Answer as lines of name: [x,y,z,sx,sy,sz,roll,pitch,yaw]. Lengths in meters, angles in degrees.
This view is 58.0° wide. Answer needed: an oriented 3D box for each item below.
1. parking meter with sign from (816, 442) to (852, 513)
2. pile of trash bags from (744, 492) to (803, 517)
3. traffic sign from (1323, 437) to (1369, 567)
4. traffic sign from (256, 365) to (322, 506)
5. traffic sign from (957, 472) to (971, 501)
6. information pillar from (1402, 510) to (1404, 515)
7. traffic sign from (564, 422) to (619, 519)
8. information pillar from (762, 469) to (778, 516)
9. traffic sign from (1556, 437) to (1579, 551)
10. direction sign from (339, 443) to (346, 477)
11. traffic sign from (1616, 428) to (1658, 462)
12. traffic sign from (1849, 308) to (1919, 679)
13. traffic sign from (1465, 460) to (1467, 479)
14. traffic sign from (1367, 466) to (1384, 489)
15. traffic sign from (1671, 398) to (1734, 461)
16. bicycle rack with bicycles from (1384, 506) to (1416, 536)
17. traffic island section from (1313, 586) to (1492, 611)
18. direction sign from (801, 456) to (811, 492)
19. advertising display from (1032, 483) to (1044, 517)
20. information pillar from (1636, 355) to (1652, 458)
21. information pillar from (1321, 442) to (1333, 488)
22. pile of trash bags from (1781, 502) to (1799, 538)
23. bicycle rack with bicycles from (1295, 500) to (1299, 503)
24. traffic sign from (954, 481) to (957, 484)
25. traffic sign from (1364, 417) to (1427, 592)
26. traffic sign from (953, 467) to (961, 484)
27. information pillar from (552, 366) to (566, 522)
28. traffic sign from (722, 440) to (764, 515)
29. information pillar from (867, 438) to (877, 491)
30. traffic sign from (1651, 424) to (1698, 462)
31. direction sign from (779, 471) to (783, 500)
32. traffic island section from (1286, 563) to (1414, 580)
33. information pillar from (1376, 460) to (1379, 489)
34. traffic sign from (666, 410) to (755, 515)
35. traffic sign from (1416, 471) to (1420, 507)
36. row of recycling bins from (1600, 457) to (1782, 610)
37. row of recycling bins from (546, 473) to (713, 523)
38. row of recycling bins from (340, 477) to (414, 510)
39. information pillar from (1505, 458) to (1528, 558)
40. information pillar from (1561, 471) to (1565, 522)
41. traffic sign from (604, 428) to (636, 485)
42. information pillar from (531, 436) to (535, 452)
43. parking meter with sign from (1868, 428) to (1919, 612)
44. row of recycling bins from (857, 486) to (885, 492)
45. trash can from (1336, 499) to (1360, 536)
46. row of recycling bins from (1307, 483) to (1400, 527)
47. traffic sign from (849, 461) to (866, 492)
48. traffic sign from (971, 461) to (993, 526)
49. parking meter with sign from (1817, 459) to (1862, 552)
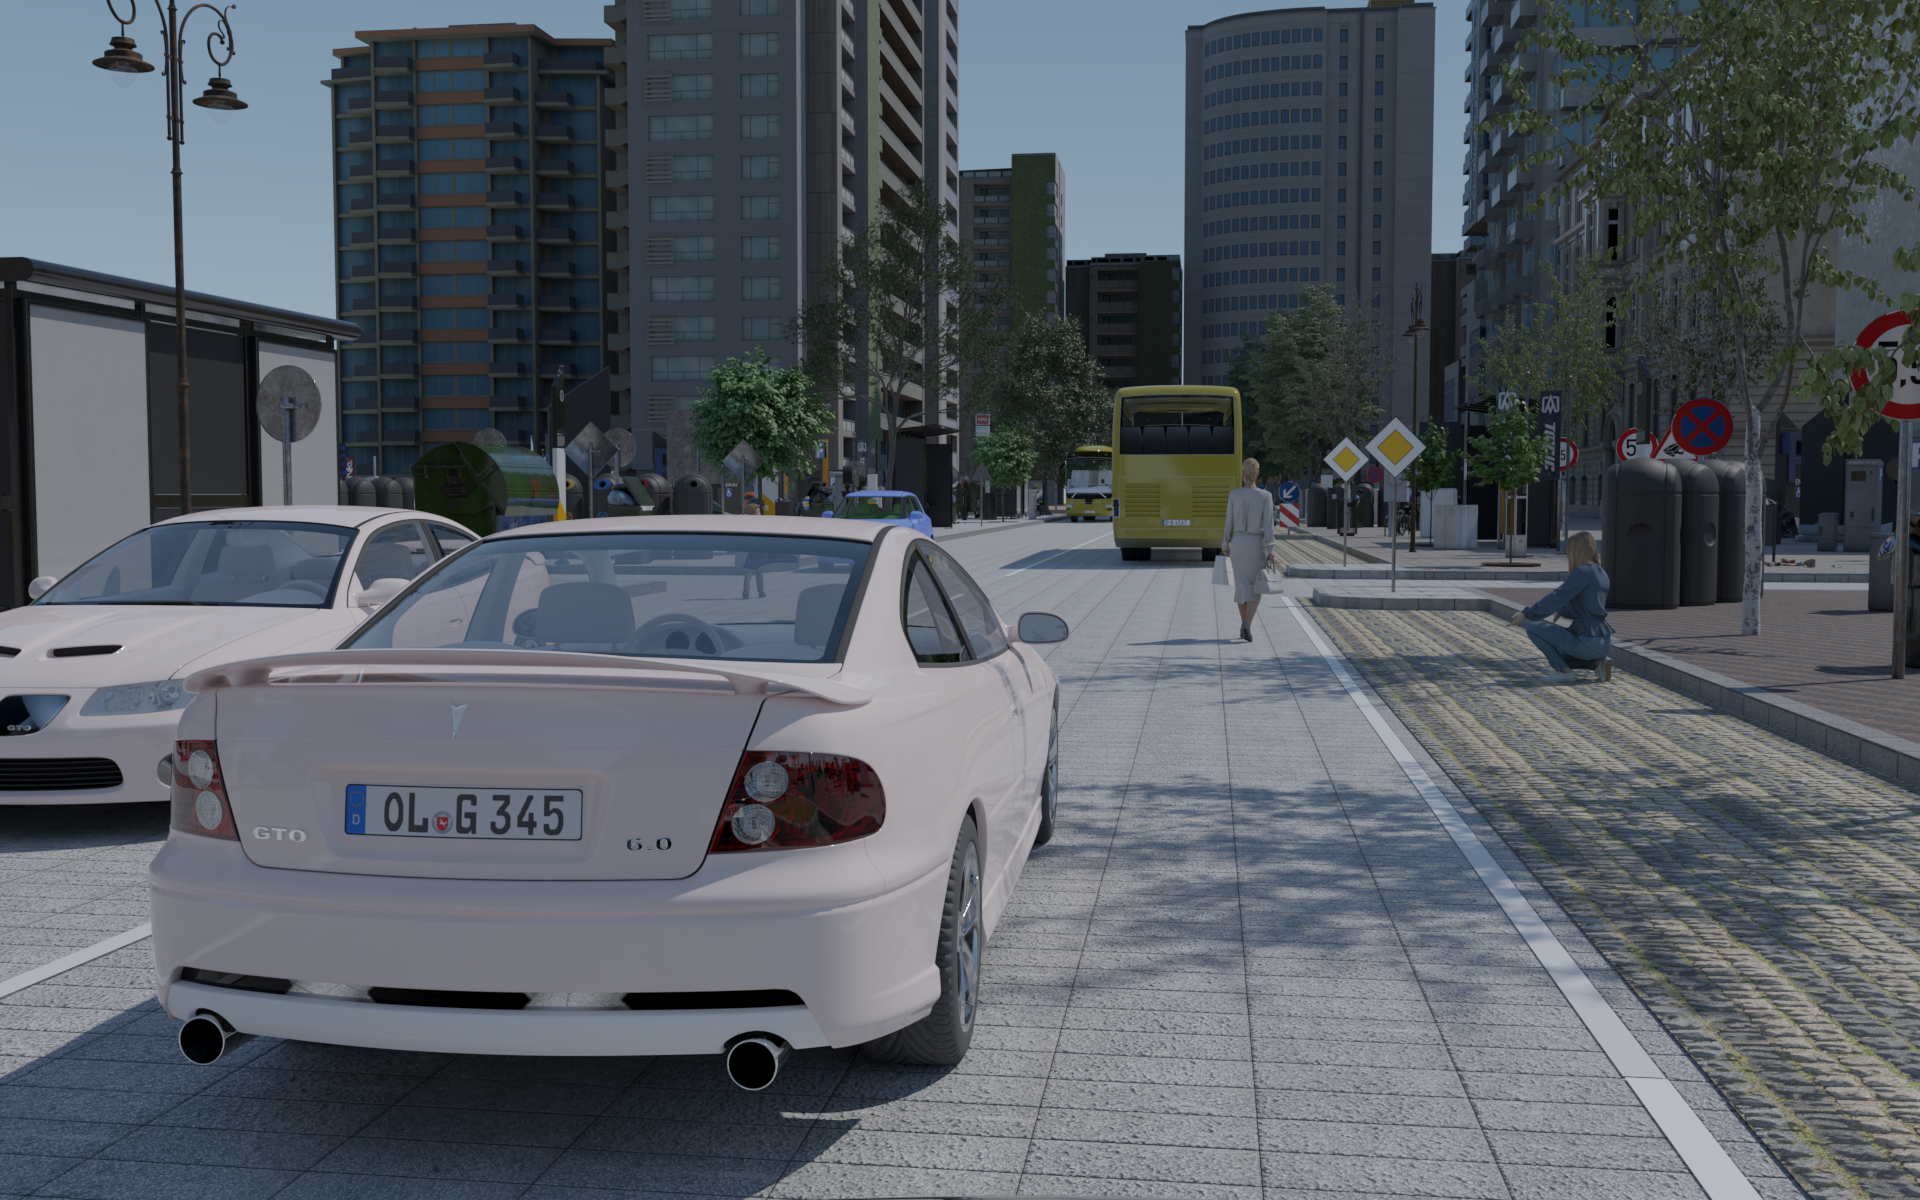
parking meter with sign: [-4.022,-3.824,58.787,1.738,3.016,0.543,-3,4,-38]
pile of trash bags: [-8.351,-4.315,80.302,3.447,1.369,1.912,0,4,-1]
traffic sign: [6.776,-1.640,30.451,0.795,2.450,0.064,0,4,8]
traffic sign: [-6.646,-1.041,17.125,0.768,2.556,0.104,1,4,18]
traffic sign: [0.190,-5.457,90.405,0.795,2.450,0.064,1,4,12]
information pillar: [26.302,-5.987,102.386,0.304,2.012,0.304,-1,4,-14]
traffic sign: [-5.131,-1.251,24.093,0.795,2.450,0.064,0,4,8]
information pillar: [-5.735,-3.736,52.445,0.504,3.616,0.183,-1,4,-18]
traffic sign: [13.402,-2.362,38.726,0.768,2.556,0.104,1,4,11]
direction sign: [-27.820,-5.218,77.308,0.876,3.537,0.379,0,4,3]
traffic sign: [12.964,-2.026,33.231,0.768,2.556,0.104,1,4,11]
traffic sign: [6.520,-0.725,11.960,0.768,2.556,0.104,1,4,18]
traffic sign: [15.101,-2.978,50.824,0.606,2.300,0.079,1,4,15]
traffic sign: [19.117,-4.873,79.771,0.768,2.556,0.104,1,4,13]
traffic sign: [9.826,-1.399,22.986,0.768,2.556,0.104,1,4,17]
bicycle rack with bicycles: [14.044,-2.429,53.095,2.852,0.926,2.925,3,5,39]
traffic island section: [5.677,-0.021,22.619,2.009,0.180,2.903,0,4,8]
direction sign: [-8.969,-6.641,100.584,0.379,3.537,0.876,-3,5,-44]
advertising display: [4.427,-5.662,97.788,0.123,1.923,0.974,-2,4,-34]
information pillar: [11.454,-2.307,29.075,0.183,3.616,0.504,0,4,4]
information pillar: [15.817,-5.095,74.652,0.504,3.616,0.183,1,4,22]
pile of trash bags: [24.029,-2.522,50.981,3.447,1.369,1.912,0,4,-2]
bicycle rack with bicycles: [20.937,-5.500,103.303,2.852,0.926,2.925,1,4,20]
traffic sign: [-0.484,-5.755,94.202,0.768,2.556,0.104,1,4,9]
traffic sign: [5.652,-1.156,22.545,0.795,2.450,0.064,0,4,8]
traffic sign: [-0.329,-4.167,69.318,0.795,2.450,0.064,1,4,17]
information pillar: [-7.288,-2.456,31.506,0.183,3.616,0.504,0,4,5]
traffic sign: [-4.007,-1.734,31.998,0.795,2.450,0.064,0,4,8]
information pillar: [-3.627,-4.931,71.970,0.504,3.616,0.183,3,5,39]
traffic sign: [12.185,-1.808,29.560,0.884,2.594,0.081,1,4,8]
direction sign: [-6.622,-4.437,64.549,0.379,3.537,0.876,1,4,18]
traffic island section: [6.801,-0.504,30.524,2.009,0.180,2.903,0,4,8]
information pillar: [19.296,-5.428,80.103,0.183,3.616,0.504,0,4,3]
traffic sign: [-6.000,-2.920,41.619,2.265,3.308,0.079,1,4,15]
traffic sign: [18.334,-4.234,69.227,0.884,2.594,0.081,1,4,9]
row of recycling bins: [8.649,-0.819,20.511,1.069,1.692,3.534,3,5,43]
row of recycling bins: [-6.621,-1.677,34.534,3.534,1.692,1.069,1,4,10]
row of recycling bins: [-14.174,-2.108,41.579,1.069,1.692,3.534,1,4,21]
information pillar: [11.203,-1.857,34.849,0.304,2.012,0.304,-1,4,-20]
information pillar: [27.991,-5.441,80.309,0.183,3.616,0.504,2,4,25]
traffic sign: [-6.612,-2.036,33.401,0.768,2.556,0.104,1,4,14]
information pillar: [-17.070,-4.769,69.329,0.183,3.616,0.504,-1,4,-23]
parking meter with sign: [10.809,-1.402,19.180,1.738,3.016,0.543,-2,4,-29]
row of recycling bins: [-4.387,-4.772,85.138,1.069,1.692,3.534,1,4,13]
trash can: [11.818,-2.519,52.837,0.748,1.137,0.748,0,3,0]
row of recycling bins: [15.276,-3.681,67.303,3.534,1.692,1.069,1,4,16]
traffic sign: [-3.983,-4.062,66.519,0.768,2.556,0.104,1,4,16]
traffic sign: [0.857,-4.203,68.719,0.884,2.594,0.081,1,4,14]
parking meter with sign: [19.908,-2.563,38.163,1.738,3.016,0.543,3,4,38]
